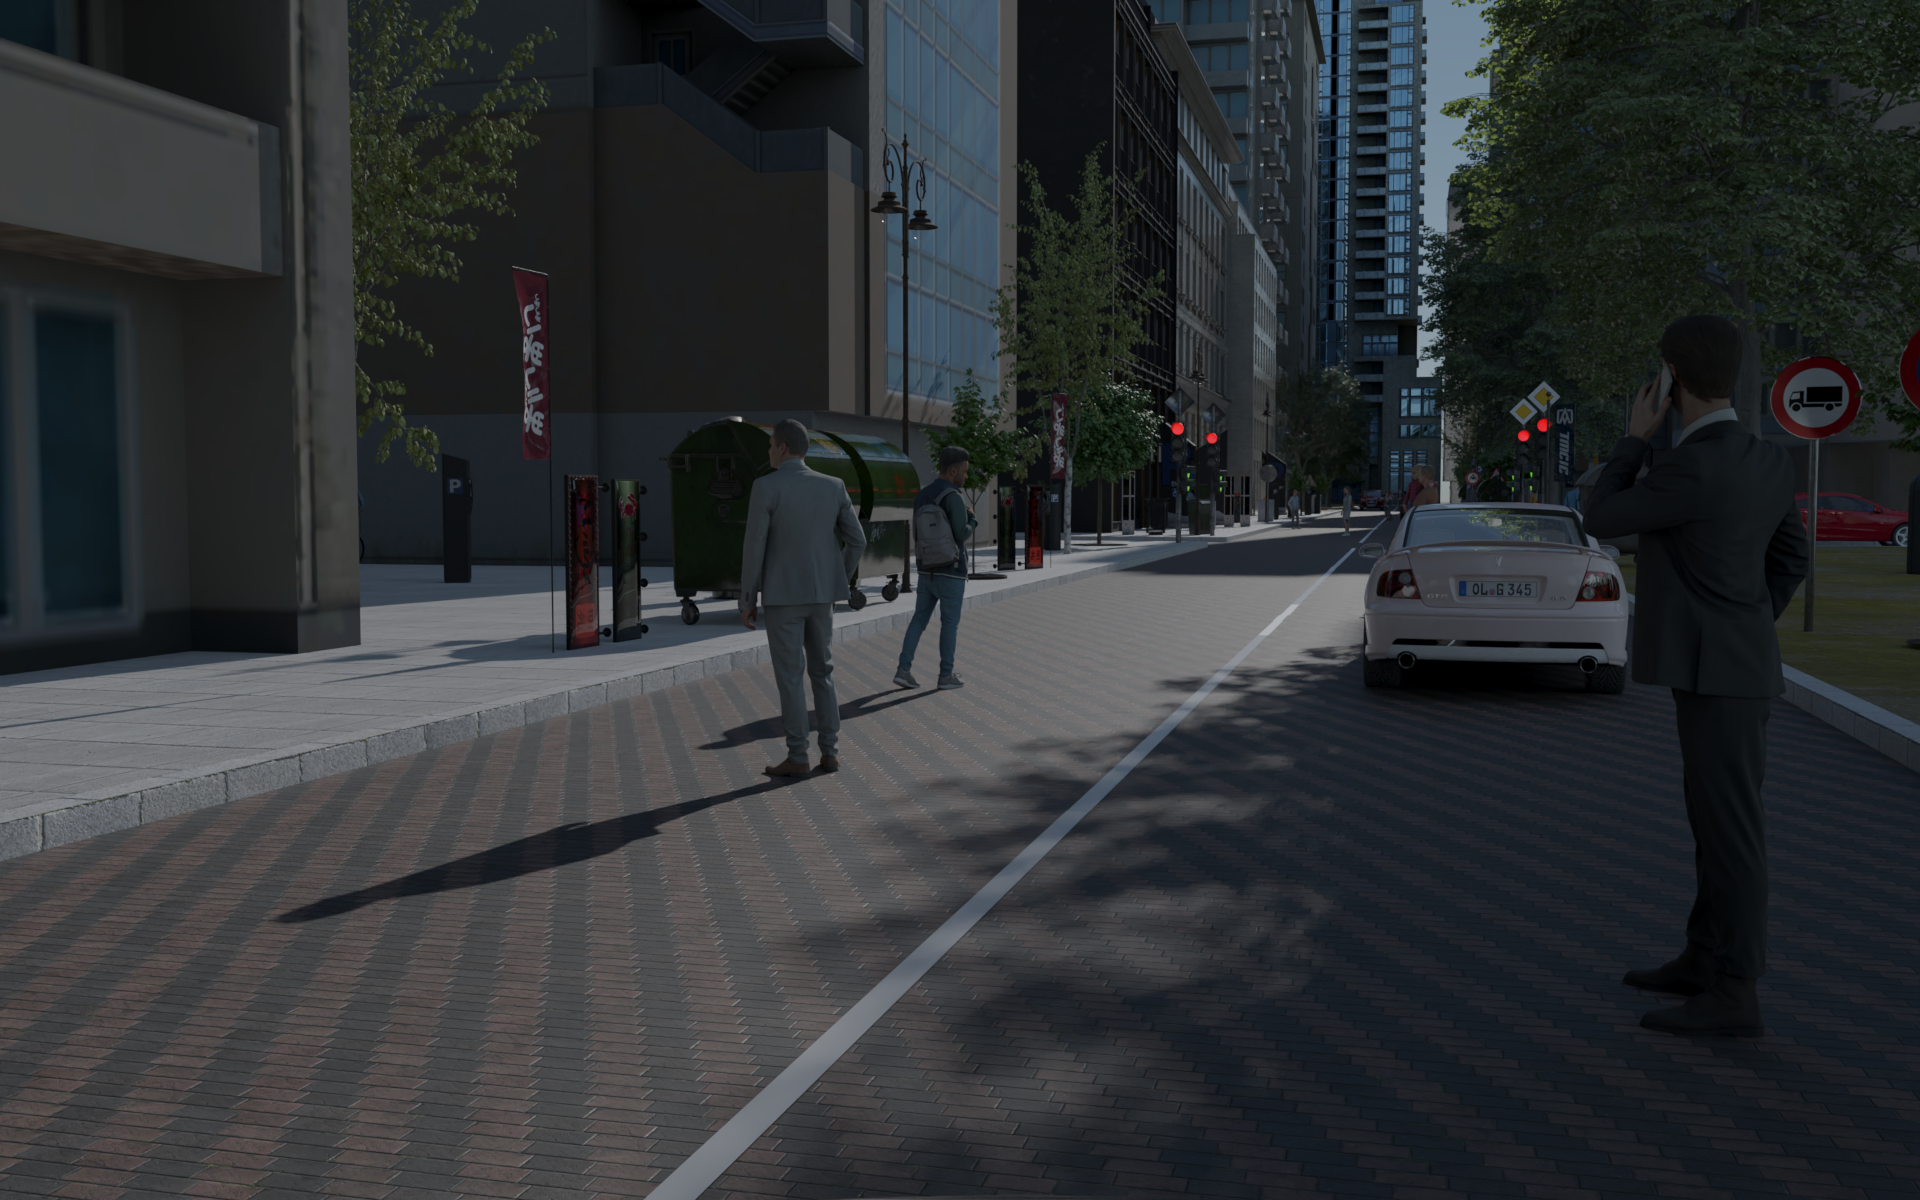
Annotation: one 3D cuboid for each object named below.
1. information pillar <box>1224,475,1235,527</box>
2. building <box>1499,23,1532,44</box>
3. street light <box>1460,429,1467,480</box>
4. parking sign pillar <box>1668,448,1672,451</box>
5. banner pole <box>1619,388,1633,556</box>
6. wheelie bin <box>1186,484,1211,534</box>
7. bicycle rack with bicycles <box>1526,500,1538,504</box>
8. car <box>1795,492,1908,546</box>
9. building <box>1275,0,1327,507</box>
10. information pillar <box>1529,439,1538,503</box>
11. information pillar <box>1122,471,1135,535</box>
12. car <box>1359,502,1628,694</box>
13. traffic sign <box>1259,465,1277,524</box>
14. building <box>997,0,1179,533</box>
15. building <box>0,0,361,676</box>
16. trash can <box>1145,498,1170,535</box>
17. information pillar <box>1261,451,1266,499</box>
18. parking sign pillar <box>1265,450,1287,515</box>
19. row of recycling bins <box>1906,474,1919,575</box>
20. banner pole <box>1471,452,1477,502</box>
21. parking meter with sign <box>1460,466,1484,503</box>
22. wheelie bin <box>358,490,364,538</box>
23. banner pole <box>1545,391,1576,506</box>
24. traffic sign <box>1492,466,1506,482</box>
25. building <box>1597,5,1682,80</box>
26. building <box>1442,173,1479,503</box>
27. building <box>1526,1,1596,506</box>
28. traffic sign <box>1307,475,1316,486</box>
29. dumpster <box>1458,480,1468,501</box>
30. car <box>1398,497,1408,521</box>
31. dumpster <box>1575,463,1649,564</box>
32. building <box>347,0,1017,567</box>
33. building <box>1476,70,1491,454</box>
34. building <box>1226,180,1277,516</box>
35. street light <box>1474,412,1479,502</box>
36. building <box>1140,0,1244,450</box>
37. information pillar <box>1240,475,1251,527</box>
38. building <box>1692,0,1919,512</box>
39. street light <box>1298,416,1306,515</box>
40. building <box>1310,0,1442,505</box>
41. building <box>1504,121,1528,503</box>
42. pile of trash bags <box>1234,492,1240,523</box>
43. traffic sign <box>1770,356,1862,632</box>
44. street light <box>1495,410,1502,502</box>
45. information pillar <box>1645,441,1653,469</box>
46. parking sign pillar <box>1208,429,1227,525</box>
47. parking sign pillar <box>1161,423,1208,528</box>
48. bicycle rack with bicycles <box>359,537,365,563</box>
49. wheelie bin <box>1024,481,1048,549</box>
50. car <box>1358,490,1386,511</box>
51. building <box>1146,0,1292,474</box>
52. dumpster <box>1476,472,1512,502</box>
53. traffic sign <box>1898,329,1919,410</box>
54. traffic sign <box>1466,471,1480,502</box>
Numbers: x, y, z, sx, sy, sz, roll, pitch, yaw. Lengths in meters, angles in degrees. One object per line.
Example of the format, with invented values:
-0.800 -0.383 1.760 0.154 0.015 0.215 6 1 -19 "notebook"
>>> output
10.540 -3.872 67.796 0.304 2.012 0.304 2 4 34 "information pillar"
52.863 -28.379 147.583 14.154 41.232 14.086 1 4 15 "building"
35.806 -9.195 123.133 0.468 5.910 1.993 1 4 15 "street light"
34.158 -5.767 82.767 1.447 3.967 1.447 -3 5 -44 "parking sign pillar"
13.884 -2.820 36.124 0.401 3.779 0.863 2 4 24 "banner pole"
7.645 -2.903 55.371 0.980 1.594 0.693 -2 4 -31 "wheelie bin"
33.031 -5.235 98.973 2.925 0.926 2.852 -1 4 -21 "bicycle rack with bicycles"
23.254 -2.232 45.526 4.494 1.783 2.155 1 4 16 "car"
24.376 -36.508 186.150 27.495 52.752 28.713 1 4 15 "building"
20.600 -4.332 62.190 0.183 3.616 0.504 0 4 4 "information pillar"
5.304 -3.062 54.555 0.304 2.012 0.304 2 4 35 "information pillar"
4.265 -0.100 13.993 2.083 1.381 4.827 1 4 15 "car"
13.340 -4.584 75.048 0.768 2.556 0.104 1 4 17 "traffic sign"
1.013 -14.411 65.297 12.332 23.373 15.834 1 4 15 "building"
-18.038 -23.368 5.762 21.300 48.544 21.600 1 4 15 "building"
6.141 -2.610 54.320 0.748 1.137 0.748 0 3 0 "trash can"
16.561 -6.289 94.186 0.183 3.616 0.504 -2 4 -27 "information pillar"
19.248 -7.166 105.632 1.447 3.967 1.447 1 4 18 "parking sign pillar"
16.968 -1.269 27.866 3.534 1.692 1.069 -1 4 -12 "row of recycling bins"
30.465 -6.887 102.627 0.401 3.779 0.863 0 4 -6 "banner pole"
31.602 -6.774 107.016 1.738 3.016 0.543 -3 5 -40 "parking meter with sign"
-8.377 -0.929 23.089 0.693 1.594 0.980 2 4 33 "wheelie bin"
14.579 -3.197 42.286 0.863 3.779 0.401 1 4 19 "banner pole"
24.936 -4.927 80.567 0.884 2.594 0.081 1 4 16 "traffic sign"
39.774 -19.402 88.920 14.160 30.474 14.107 1 4 15 "building"
66.663 -32.327 212.142 14.086 41.232 14.154 1 4 15 "building"
43.914 -28.142 110.240 14.600 45.320 14.200 1 4 15 "building"
23.255 -7.048 115.236 0.884 2.594 0.081 1 4 23 "traffic sign"
32.472 -6.581 110.094 1.502 2.255 1.985 1 4 14 "dumpster"
24.968 -5.189 94.634 2.009 1.686 4.222 1 4 16 "car"
11.708 -1.538 30.902 1.264 1.857 1.865 1 4 15 "dumpster"
-7.213 -23.654 36.858 14.200 45.320 14.600 1 4 15 "building"
56.209 -29.214 161.241 14.154 41.232 14.086 1 4 15 "building"
14.318 -15.669 110.945 10.420 20.320 16.860 1 4 15 "building"
29.278 -7.656 97.971 0.468 5.910 1.993 1 4 15 "street light"
4.914 -15.613 88.552 16.112 22.955 30.059 1 4 15 "building"
11.217 -3.888 68.058 0.304 2.012 0.304 -1 4 -18 "information pillar"
39.345 -22.579 61.045 23.993 40.220 32.217 1 4 15 "building"
20.287 -7.954 102.838 0.468 5.910 1.993 1 4 15 "street light"
45.710 -55.535 220.668 31.000 86.520 22.319 1 4 15 "building"
49.536 -22.161 134.040 14.160 30.474 14.107 1 4 15 "building"
12.292 -4.220 78.744 1.912 1.369 3.447 1 4 17 "pile of trash bags"
7.918 -0.977 16.084 0.768 2.556 0.104 1 4 21 "traffic sign"
22.628 -6.099 72.509 0.468 5.910 1.993 1 4 15 "street light"
29.483 -5.066 74.181 0.183 3.616 0.504 0 4 -6 "information pillar"
10.371 -5.089 71.683 1.447 3.967 1.447 0 4 -4 "parking sign pillar"
8.254 -4.705 65.394 1.447 3.967 1.447 3 5 39 "parking sign pillar"
-11.707 -1.004 29.804 2.925 0.926 2.852 -3 5 -40 "bicycle rack with bicycles"
1.887 -1.996 40.543 0.693 1.594 0.980 1 4 14 "wheelie bin"
35.579 -8.617 149.552 2.281 1.827 5.304 1 4 14 "car"
15.514 -32.062 143.817 23.786 49.044 30.456 1 4 15 "building"
24.143 -4.640 78.364 1.502 2.255 1.985 1 4 15 "dumpster"
7.056 -0.745 12.287 0.768 2.556 0.104 1 4 21 "traffic sign"
27.917 -5.761 94.294 0.768 2.556 0.104 1 4 16 "traffic sign"
